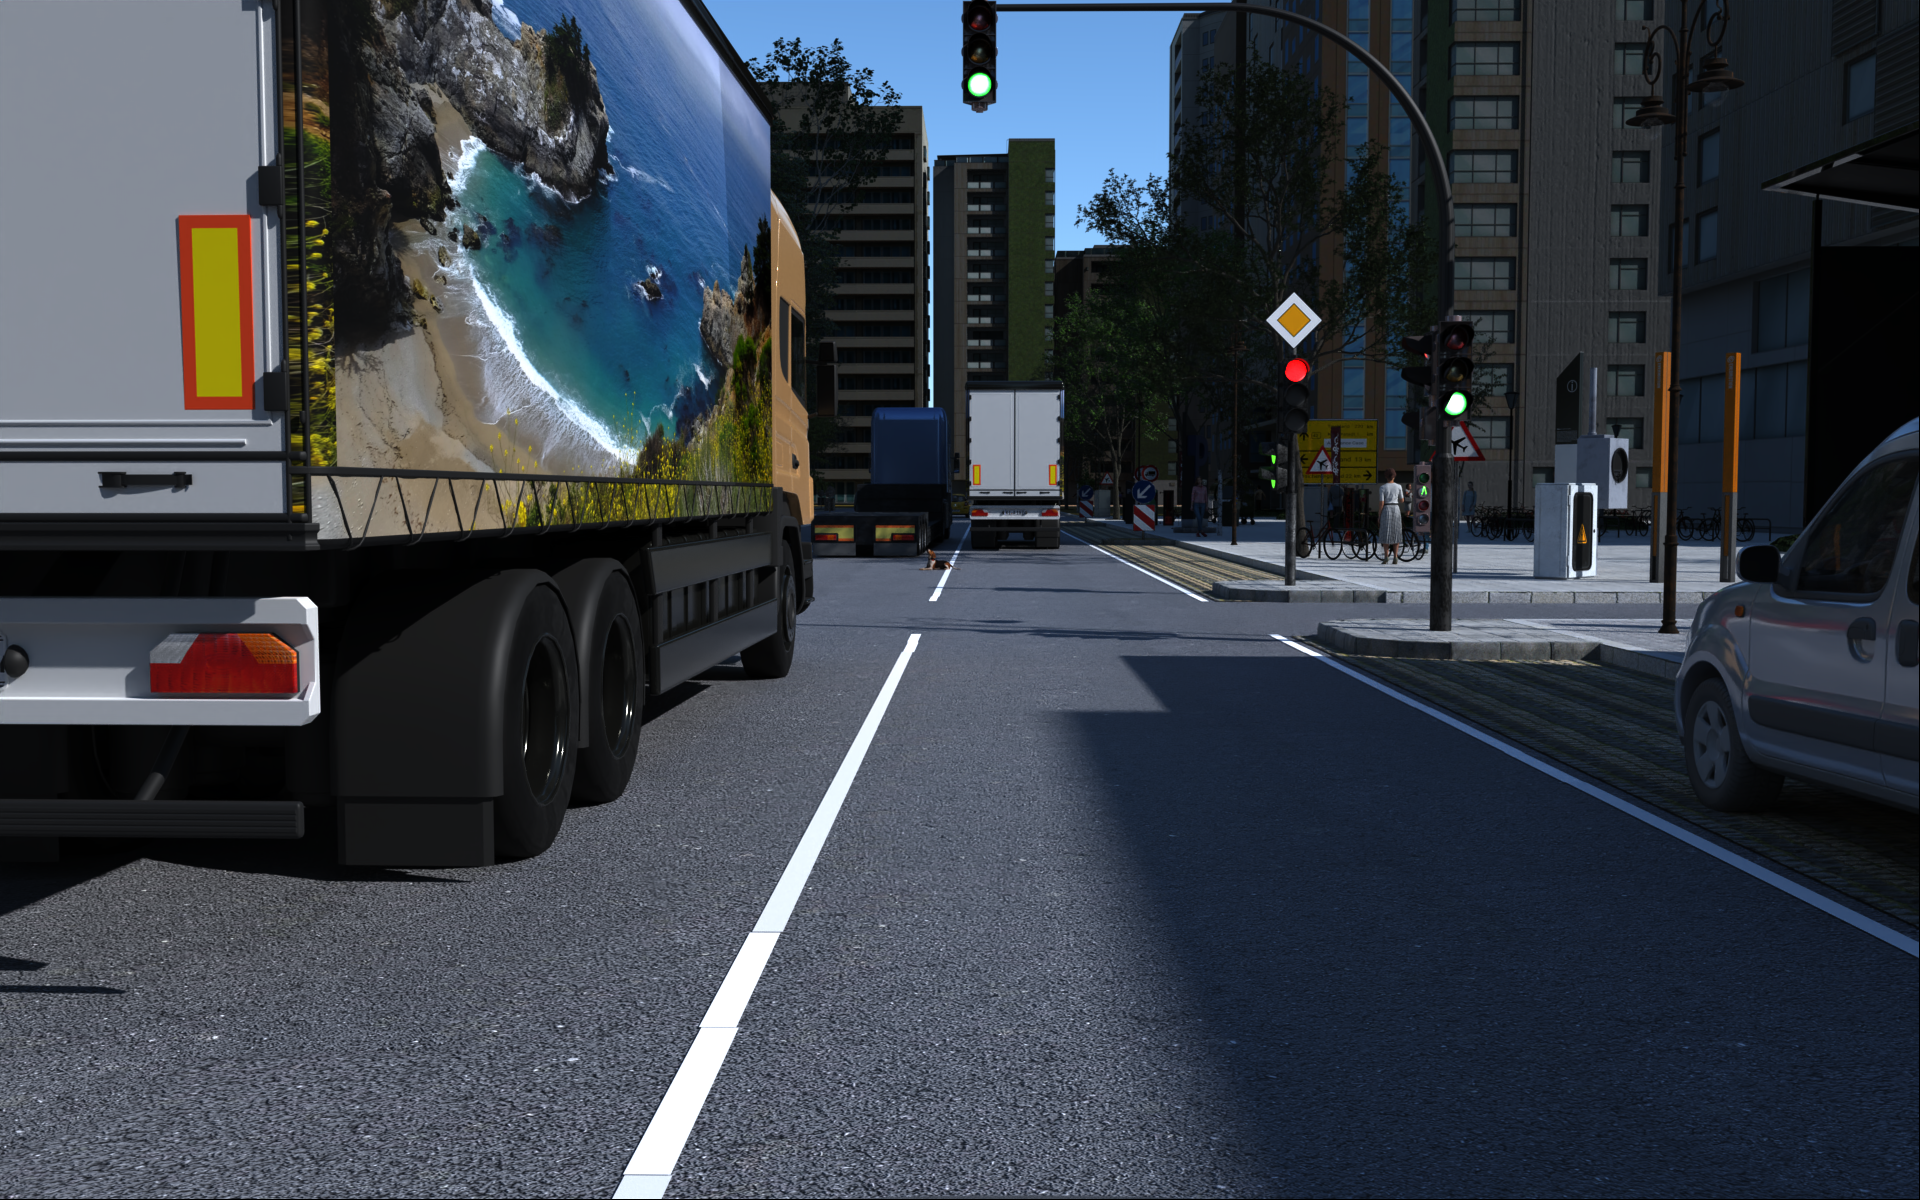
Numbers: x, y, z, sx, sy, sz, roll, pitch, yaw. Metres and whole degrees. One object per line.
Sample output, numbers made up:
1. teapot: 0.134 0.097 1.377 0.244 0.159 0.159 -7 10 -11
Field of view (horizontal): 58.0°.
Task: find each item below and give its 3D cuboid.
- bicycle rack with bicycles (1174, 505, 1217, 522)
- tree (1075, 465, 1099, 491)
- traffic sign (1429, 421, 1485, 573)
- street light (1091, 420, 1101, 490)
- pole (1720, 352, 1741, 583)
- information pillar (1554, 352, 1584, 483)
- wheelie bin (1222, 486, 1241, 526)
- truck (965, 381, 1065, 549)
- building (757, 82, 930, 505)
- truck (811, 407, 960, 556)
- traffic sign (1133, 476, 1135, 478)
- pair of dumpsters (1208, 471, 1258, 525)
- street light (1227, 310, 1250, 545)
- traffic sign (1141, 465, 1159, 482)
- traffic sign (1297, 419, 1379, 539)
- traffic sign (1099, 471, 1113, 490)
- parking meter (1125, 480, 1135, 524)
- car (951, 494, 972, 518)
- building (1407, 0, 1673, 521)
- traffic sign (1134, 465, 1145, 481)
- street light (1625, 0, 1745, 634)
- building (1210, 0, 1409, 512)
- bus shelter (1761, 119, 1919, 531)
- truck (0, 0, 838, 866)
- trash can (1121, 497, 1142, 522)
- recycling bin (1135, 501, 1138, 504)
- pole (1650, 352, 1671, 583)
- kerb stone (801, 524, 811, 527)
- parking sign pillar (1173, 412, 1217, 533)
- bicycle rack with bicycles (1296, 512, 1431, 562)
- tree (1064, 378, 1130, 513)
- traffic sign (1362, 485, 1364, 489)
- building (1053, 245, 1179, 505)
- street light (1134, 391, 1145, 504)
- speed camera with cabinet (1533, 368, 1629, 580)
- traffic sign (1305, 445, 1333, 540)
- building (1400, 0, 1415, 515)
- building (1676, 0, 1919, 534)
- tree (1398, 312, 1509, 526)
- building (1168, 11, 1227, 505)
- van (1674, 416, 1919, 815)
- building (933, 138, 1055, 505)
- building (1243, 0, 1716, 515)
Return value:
1. bicycle rack with bicycles: 11.088 -4.084 80.149 2.925 0.926 2.852 1 4 20
2. tree: 8.410 -7.339 114.589 1.663 3.219 1.824 0 3 0
3. traffic sign: 8.027 -1.713 28.011 0.884 2.594 0.081 0 4 7
4. street light: 7.769 -7.716 98.943 0.468 5.910 1.993 0 4 1
5. pole: 11.166 -1.912 25.100 0.158 3.312 0.155 0 3 0
6. information pillar: 10.130 -2.292 28.826 0.183 3.616 0.504 -2 4 -31
7. wheelie bin: 10.729 -3.728 68.862 0.693 1.594 0.980 -3 5 -44
8. truck: 1.602 -3.646 48.525 2.839 4.237 11.283 0 4 3
9. building: -14.610 -35.702 207.435 21.600 48.544 21.300 0 4 1
10. truck: -1.793 -3.565 48.040 2.967 4.110 18.799 0 4 2
11. traffic sign: 9.701 -5.700 92.922 0.795 2.593 0.064 0 4 3
12. pair of dumpsters: 11.652 -4.364 73.848 1.574 2.255 4.437 0 4 1
13. street light: 6.901 -4.321 43.429 0.468 5.910 1.993 0 4 1
14. traffic sign: 8.269 -4.602 75.349 0.768 2.556 0.104 0 4 4
15. traffic sign: 10.148 -3.239 46.824 2.265 3.308 0.079 0 4 2
16. traffic sign: 8.287 -5.964 97.522 0.884 2.594 0.081 0 4 6
17. parking meter: 7.317 -4.192 74.247 0.399 1.863 0.255 3 4 37
18. car: -0.294 -5.832 105.583 2.015 1.641 3.980 0 4 0
19. building: 30.501 -24.781 88.762 14.154 41.232 14.086 0 4 1
20. traffic sign: 8.103 -4.690 76.793 0.768 2.556 0.104 0 4 2
21. street light: 6.542 -2.631 15.807 0.468 5.910 1.993 0 4 1
22. building: 30.176 -30.778 153.338 14.600 45.320 14.200 0 4 1
23. bus shelter: 6.867 -1.151 10.097 1.731 3.624 6.357 0 4 1
24. truck: -2.647 -1.298 10.144 2.839 4.237 11.283 0 4 3
25. trash can: 7.893 -4.237 80.930 0.748 1.137 0.748 0 3 0
26. recycling bin: 9.051 -4.837 91.635 0.722 1.027 0.722 0 3 0
27. pole: 10.101 -1.904 24.976 0.158 3.312 0.155 0 3 0
28. kerb stone: -6.813 -3.341 76.829 0.120 0.150 1.000 0 4 1
29. parking sign pillar: 7.807 -4.219 57.448 1.447 3.967 1.447 2 4 30
30. bicycle rack with bicycles: 8.216 -1.249 33.811 2.852 0.926 2.925 -1 4 -17
31. tree: 8.464 -9.585 107.075 4.360 8.622 3.978 0 3 0
32. traffic sign: 11.326 -2.851 48.745 0.606 2.300 0.079 0 4 7
33. building: 17.996 -26.422 203.697 14.107 30.474 14.160 0 4 1
34. street light: 7.360 -6.016 71.147 0.468 5.910 1.993 0 4 1
35. speed camera with cabinet: 9.563 -1.972 26.586 0.660 3.252 2.038 3 5 45
36. traffic sign: 9.648 -2.823 46.165 0.884 2.594 0.081 0 4 8
37. building: 28.791 -28.222 111.537 14.600 45.320 14.200 0 4 1
38. building: 38.761 -28.179 49.962 27.495 52.752 28.713 0 4 1
39. tree: 19.770 -7.281 69.408 4.360 8.622 3.978 0 3 0
40. building: 39.742 -40.594 205.715 28.212 58.520 21.231 0 4 1
41. van: 4.182 0.031 6.502 2.013 2.044 4.112 0 4 1
42. building: 3.881 -31.724 202.280 14.086 41.232 14.154 0 4 1
43. building: 37.103 -33.208 132.197 28.713 52.752 27.495 0 4 1
